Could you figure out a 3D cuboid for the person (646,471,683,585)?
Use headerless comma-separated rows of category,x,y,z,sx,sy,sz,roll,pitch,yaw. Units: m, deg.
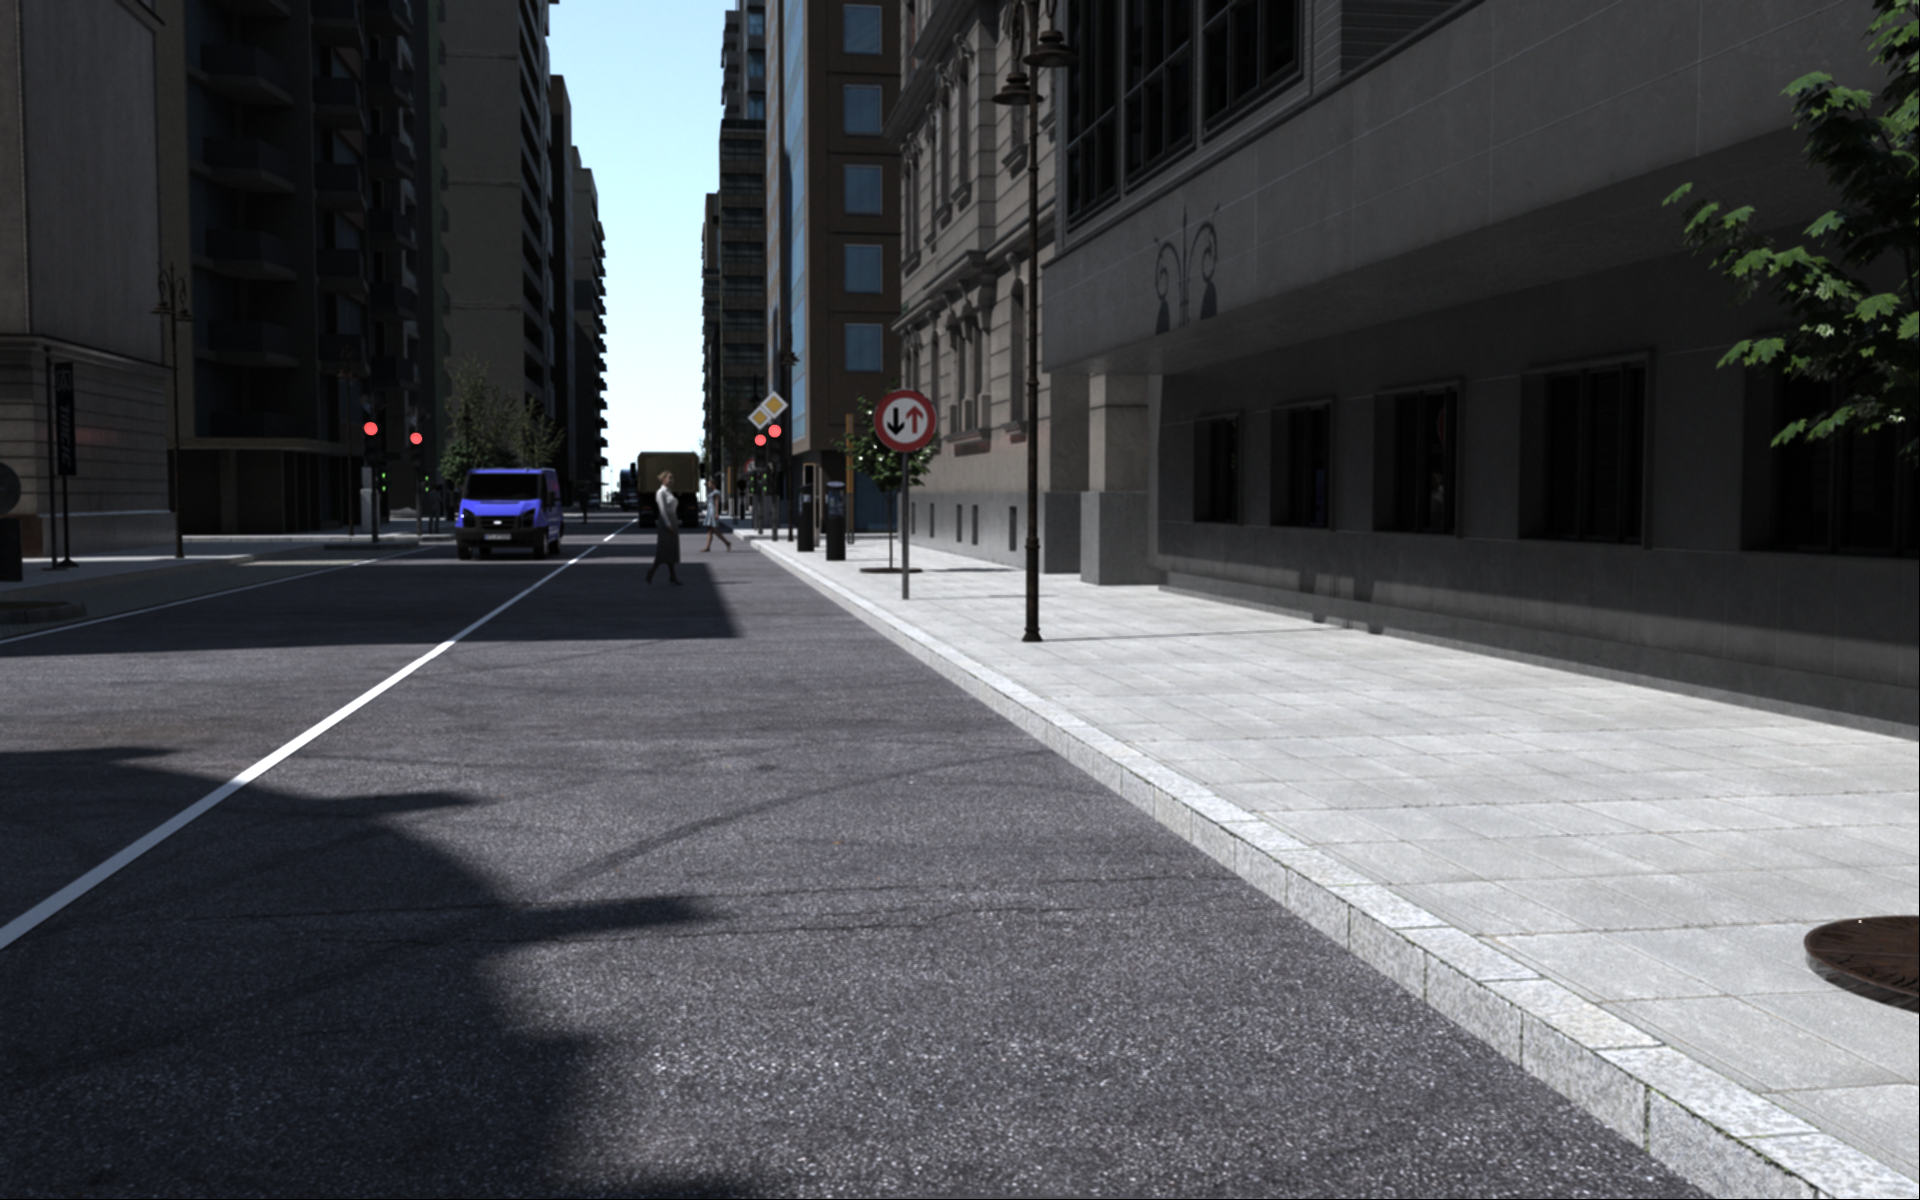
person,-4.698,-1.144,27.427,0.641,1.798,0.478,2,4,25

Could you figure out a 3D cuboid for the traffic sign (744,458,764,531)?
traffic sign,-7.149,-3.694,60.506,0.768,2.556,0.104,0,4,-2

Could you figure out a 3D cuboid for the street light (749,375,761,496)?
street light,-7.789,-5.699,65.972,0.468,5.910,1.993,-1,4,-9

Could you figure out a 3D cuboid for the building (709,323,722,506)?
building,-13.448,-21.197,191.610,27.650,21.520,28.899,-1,4,-9

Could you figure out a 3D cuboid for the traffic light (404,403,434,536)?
traffic light,-16.624,-3.932,53.202,0.839,4.253,0.868,-1,4,-9

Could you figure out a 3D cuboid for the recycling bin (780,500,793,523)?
recycling bin,-7.660,-3.898,76.286,0.722,1.027,0.722,1,4,13

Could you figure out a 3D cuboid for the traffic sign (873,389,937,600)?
traffic sign,-0.662,-1.280,21.026,0.768,2.556,0.104,0,4,-1

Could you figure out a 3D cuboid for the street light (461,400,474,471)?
street light,-23.895,-6.809,84.114,0.468,5.910,1.993,-1,4,-9

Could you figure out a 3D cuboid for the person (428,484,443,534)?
person,-18.551,-3.216,61.261,0.511,1.800,0.466,0,4,5

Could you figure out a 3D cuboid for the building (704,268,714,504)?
building,-25.866,-27.612,223.165,14.160,30.474,14.107,-1,4,-9

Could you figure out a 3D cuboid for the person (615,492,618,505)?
person,-45.643,-13.531,230.658,0.541,1.710,0.530,-1,4,-20

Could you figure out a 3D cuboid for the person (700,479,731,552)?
person,-6.069,-2.099,42.920,0.778,1.811,0.616,0,4,-5

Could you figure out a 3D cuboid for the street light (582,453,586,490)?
street light,-41.375,-13.332,190.765,0.468,5.910,1.993,-1,4,-9

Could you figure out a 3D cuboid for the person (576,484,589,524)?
person,-18.339,-4.667,84.171,0.474,1.900,0.648,1,4,16

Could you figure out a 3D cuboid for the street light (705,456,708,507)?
street light,-25.315,-12.265,173.319,0.468,5.910,1.993,-1,4,-9

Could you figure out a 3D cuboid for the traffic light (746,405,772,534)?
traffic light,-6.353,-4.036,54.902,0.839,4.253,0.868,-1,4,-9

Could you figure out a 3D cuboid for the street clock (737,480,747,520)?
street clock,-10.859,-5.005,86.398,0.471,2.002,0.358,1,4,13

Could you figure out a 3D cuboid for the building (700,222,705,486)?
building,-29.588,-37.866,273.740,22.147,44.769,28.867,-1,4,-9

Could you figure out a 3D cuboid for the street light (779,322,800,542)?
street light,-4.586,-4.523,46.732,0.468,5.910,1.993,-1,4,-9

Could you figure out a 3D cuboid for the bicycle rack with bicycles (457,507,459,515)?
bicycle rack with bicycles,-33.118,-6.520,119.987,2.925,0.926,2.852,3,4,36

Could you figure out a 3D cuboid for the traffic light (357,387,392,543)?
traffic light,-15.327,-3.450,45.323,0.839,4.253,0.868,-1,4,-9

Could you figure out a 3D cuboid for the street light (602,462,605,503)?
street light,-49.847,-16.477,242.192,0.468,5.910,1.993,-1,4,-9

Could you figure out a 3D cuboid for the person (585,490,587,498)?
person,-31.024,-8.231,143.803,0.721,1.735,1.217,0,4,8

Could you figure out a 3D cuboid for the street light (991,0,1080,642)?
street light,0.630,-2.577,14.916,0.468,5.910,1.993,-1,4,-9

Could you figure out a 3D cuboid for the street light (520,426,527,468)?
street light,-28.945,-8.707,115.142,0.468,5.910,1.993,-1,4,-9

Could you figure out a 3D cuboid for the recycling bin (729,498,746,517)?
recycling bin,-12.734,-5.298,99.177,0.722,1.027,0.722,-3,4,-37

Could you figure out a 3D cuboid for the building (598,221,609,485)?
building,-65.982,-37.488,267.545,22.147,44.769,28.867,-1,4,-9

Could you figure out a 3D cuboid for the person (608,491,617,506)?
person,-39.875,-11.623,198.514,1.348,1.826,0.705,-2,4,-31

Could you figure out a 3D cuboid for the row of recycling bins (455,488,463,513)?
row of recycling bins,-33.529,-6.712,116.861,3.534,1.692,1.069,-1,4,-11

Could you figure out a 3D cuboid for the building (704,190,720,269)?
building,-29.838,-36.780,251.470,14.600,45.320,14.200,-1,4,-9

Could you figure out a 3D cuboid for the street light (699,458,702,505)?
street light,-30.505,-14.161,204.324,0.468,5.910,1.993,-1,4,-9

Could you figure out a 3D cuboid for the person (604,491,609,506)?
person,-41.187,-11.784,201.693,0.750,1.759,0.617,0,4,1

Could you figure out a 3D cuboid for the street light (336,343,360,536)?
street light,-18.721,-4.912,53.106,0.468,5.910,1.993,-1,4,-9

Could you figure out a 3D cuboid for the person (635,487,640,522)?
person,-16.226,-4.875,88.182,0.580,1.828,0.573,0,4,2

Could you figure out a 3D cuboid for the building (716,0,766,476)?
building,-10.596,-33.064,160.202,23.786,49.044,30.456,-1,4,-9

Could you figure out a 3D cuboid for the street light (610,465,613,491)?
street light,-54.977,-18.378,273.269,0.468,5.910,1.993,-1,4,-9

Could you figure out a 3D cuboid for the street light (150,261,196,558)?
street light,-15.663,-3.780,34.590,0.468,5.910,1.993,-1,4,-9

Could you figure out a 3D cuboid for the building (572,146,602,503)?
building,-61.776,-37.853,242.595,21.300,48.544,21.600,-1,4,-9

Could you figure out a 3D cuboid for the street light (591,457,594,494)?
street light,-44.722,-14.574,211.079,0.468,5.910,1.993,-1,4,-9

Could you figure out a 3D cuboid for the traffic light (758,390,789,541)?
traffic light,-5.056,-3.554,47.023,0.839,4.253,0.868,-1,4,-9

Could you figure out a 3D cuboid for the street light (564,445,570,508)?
street light,-36.188,-11.436,159.760,0.468,5.910,1.993,-1,4,-9

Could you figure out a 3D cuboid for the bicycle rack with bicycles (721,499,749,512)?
bicycle rack with bicycles,-16.323,-6.891,126.054,2.925,0.926,2.852,-1,4,-21

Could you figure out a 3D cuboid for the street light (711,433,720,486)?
street light,-18.008,-9.529,128.594,0.468,5.910,1.993,-1,4,-9

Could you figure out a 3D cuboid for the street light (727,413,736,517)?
street light,-12.813,-7.600,97.050,0.468,5.910,1.993,-1,4,-9

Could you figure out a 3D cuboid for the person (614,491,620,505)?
person,-43.295,-12.914,219.732,0.705,1.812,1.348,3,5,41

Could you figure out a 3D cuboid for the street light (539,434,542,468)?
street light,-31.139,-9.533,128.653,0.468,5.910,1.993,-1,4,-9

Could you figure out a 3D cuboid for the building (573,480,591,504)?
building,-63.664,-32.244,219.075,32.217,40.220,23.993,-1,4,-9
